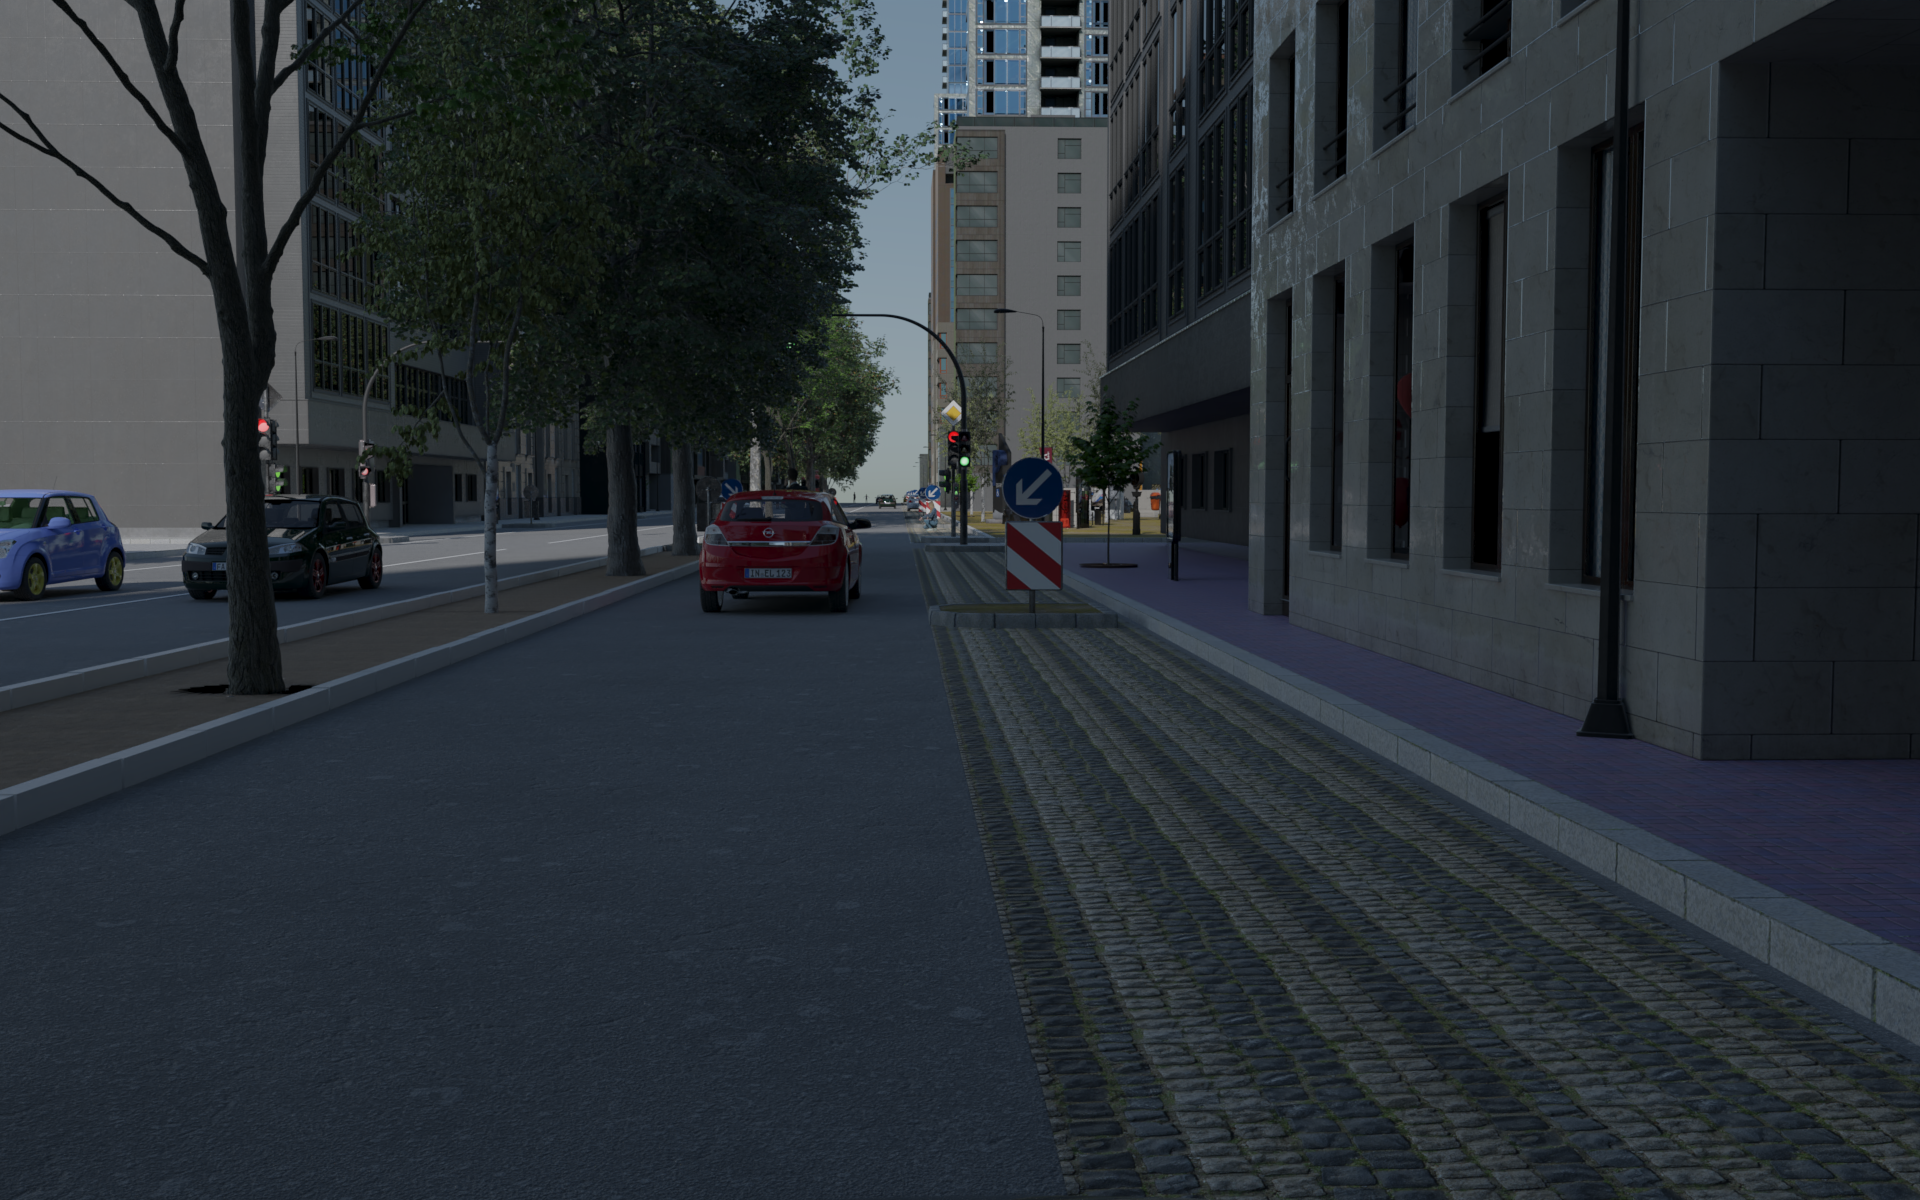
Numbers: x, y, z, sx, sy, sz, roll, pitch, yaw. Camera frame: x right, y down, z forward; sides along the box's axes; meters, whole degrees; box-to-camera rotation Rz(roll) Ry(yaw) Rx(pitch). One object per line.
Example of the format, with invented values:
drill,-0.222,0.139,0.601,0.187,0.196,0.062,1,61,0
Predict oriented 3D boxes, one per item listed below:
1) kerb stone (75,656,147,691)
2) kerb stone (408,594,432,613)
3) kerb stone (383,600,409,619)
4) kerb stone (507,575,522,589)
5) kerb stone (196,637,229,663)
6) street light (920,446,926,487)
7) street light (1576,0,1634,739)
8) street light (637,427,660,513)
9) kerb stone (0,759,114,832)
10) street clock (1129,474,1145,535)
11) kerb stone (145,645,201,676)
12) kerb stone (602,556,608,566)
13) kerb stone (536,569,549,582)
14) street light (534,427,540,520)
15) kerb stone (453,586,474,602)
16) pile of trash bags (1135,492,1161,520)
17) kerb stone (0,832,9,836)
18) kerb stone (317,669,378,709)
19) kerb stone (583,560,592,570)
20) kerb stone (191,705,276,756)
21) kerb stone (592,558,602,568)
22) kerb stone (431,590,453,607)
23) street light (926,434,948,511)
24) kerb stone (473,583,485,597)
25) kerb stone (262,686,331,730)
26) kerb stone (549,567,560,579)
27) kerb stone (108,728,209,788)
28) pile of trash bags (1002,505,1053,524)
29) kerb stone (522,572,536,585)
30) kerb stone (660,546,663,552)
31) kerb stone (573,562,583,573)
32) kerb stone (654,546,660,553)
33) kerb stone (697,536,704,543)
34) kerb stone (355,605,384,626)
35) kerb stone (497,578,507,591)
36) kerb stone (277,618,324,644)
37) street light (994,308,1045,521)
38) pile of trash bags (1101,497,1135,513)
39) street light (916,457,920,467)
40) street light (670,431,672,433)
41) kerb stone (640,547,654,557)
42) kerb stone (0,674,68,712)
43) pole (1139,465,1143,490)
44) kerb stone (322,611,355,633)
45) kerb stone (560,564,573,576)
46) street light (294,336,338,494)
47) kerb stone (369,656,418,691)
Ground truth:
kerb stone,-6.396,0.565,12.989,0.120,0.150,1.000,0,4,-2
kerb stone,-6.683,0.067,21.185,0.120,0.150,1.000,0,4,-2
kerb stone,-6.646,0.125,20.163,0.120,0.150,1.000,0,4,-2
kerb stone,-6.866,-0.251,26.300,0.120,0.150,1.000,0,4,-2
kerb stone,-6.465,0.437,15.044,0.120,0.150,1.000,0,4,-2
street light,-2.898,-12.012,168.932,1.470,5.913,1.316,0,4,-2
street light,2.907,-2.232,9.037,1.470,5.913,1.316,0,4,-2
street light,-21.468,-8.949,118.855,1.470,5.913,1.316,0,4,-2
kerb stone,-4.109,0.874,7.901,0.120,0.150,1.000,0,4,-2
street clock,5.550,-3.049,54.428,0.358,2.002,0.471,-3,5,-39
kerb stone,-6.427,0.500,14.023,0.120,0.150,1.000,0,4,-2
kerb stone,-7.148,-0.753,34.499,0.120,0.150,1.000,0,4,-2
kerb stone,-6.932,-0.376,28.349,0.120,0.150,1.000,0,4,-2
street light,-20.263,-6.876,84.968,1.470,5.913,1.316,0,4,-2
kerb stone,-6.744,-0.061,23.235,0.120,0.150,1.000,0,4,-2
pile of trash bags,10.934,-4.810,88.389,3.447,1.369,1.912,-3,5,-42
kerb stone,-4.069,0.937,6.874,0.120,0.150,1.000,0,4,-2
kerb stone,-4.261,0.624,12.001,0.120,0.150,1.000,0,4,-2
kerb stone,-7.081,-0.627,32.440,0.120,0.150,1.000,0,4,-2
kerb stone,-4.187,0.753,9.944,0.120,0.150,1.000,0,4,-2
kerb stone,-7.119,-0.689,33.466,0.120,0.150,1.000,0,4,-2
kerb stone,-6.718,0.000,22.206,0.120,0.150,1.000,0,4,-2
street light,-1.678,-9.907,134.519,1.470,5.913,1.316,0,4,-2
kerb stone,-6.791,-0.123,24.256,0.120,0.150,1.000,0,4,-2
kerb stone,-4.224,0.691,10.971,0.120,0.150,1.000,0,4,-2
kerb stone,-6.978,-0.437,29.371,0.120,0.150,1.000,0,4,-2
kerb stone,-4.144,0.815,8.923,0.120,0.150,1.000,0,4,-2
pile of trash bags,3.536,-3.901,73.539,3.447,1.369,1.912,0,4,-6
kerb stone,-6.898,-0.314,27.328,0.120,0.150,1.000,0,4,-2
kerb stone,-7.434,-1.253,42.685,0.120,0.150,1.000,0,4,-2
kerb stone,-7.043,-0.564,31.418,0.120,0.150,1.000,0,4,-2
kerb stone,-7.412,-1.191,41.663,0.120,0.150,1.000,0,4,-2
kerb stone,-7.786,-1.850,52.539,0.120,0.150,1.000,0,4,-2
kerb stone,-6.608,0.188,19.141,0.120,0.150,1.000,0,4,-2
kerb stone,-6.821,-0.189,25.278,0.120,0.150,1.000,0,4,-2
kerb stone,-6.528,0.318,17.094,0.120,0.150,1.000,0,4,-2
street light,1.542,-4.340,43.494,1.470,5.913,1.316,0,4,-2
pile of trash bags,9.638,-6.513,116.236,3.447,1.369,1.912,-1,4,-10
street light,-4.095,-14.107,203.190,1.470,5.913,1.316,0,4,-2
street light,-21.760,-9.483,127.590,1.470,5.913,1.316,0,4,-2
kerb stone,-7.372,-1.124,40.642,0.120,0.150,1.000,0,4,-2
kerb stone,-6.352,0.632,11.960,0.120,0.150,1.000,0,4,-2
pole,10.624,-6.599,101.739,0.158,3.312,0.155,0,3,0
kerb stone,-6.571,0.249,18.120,0.120,0.150,1.000,0,4,-2
kerb stone,-6.999,-0.501,30.393,0.120,0.150,1.000,0,4,-2
street light,-18.998,-4.804,51.083,1.470,5.913,1.316,0,4,-2
kerb stone,-4.298,0.561,13.023,0.120,0.150,1.000,0,4,-2
